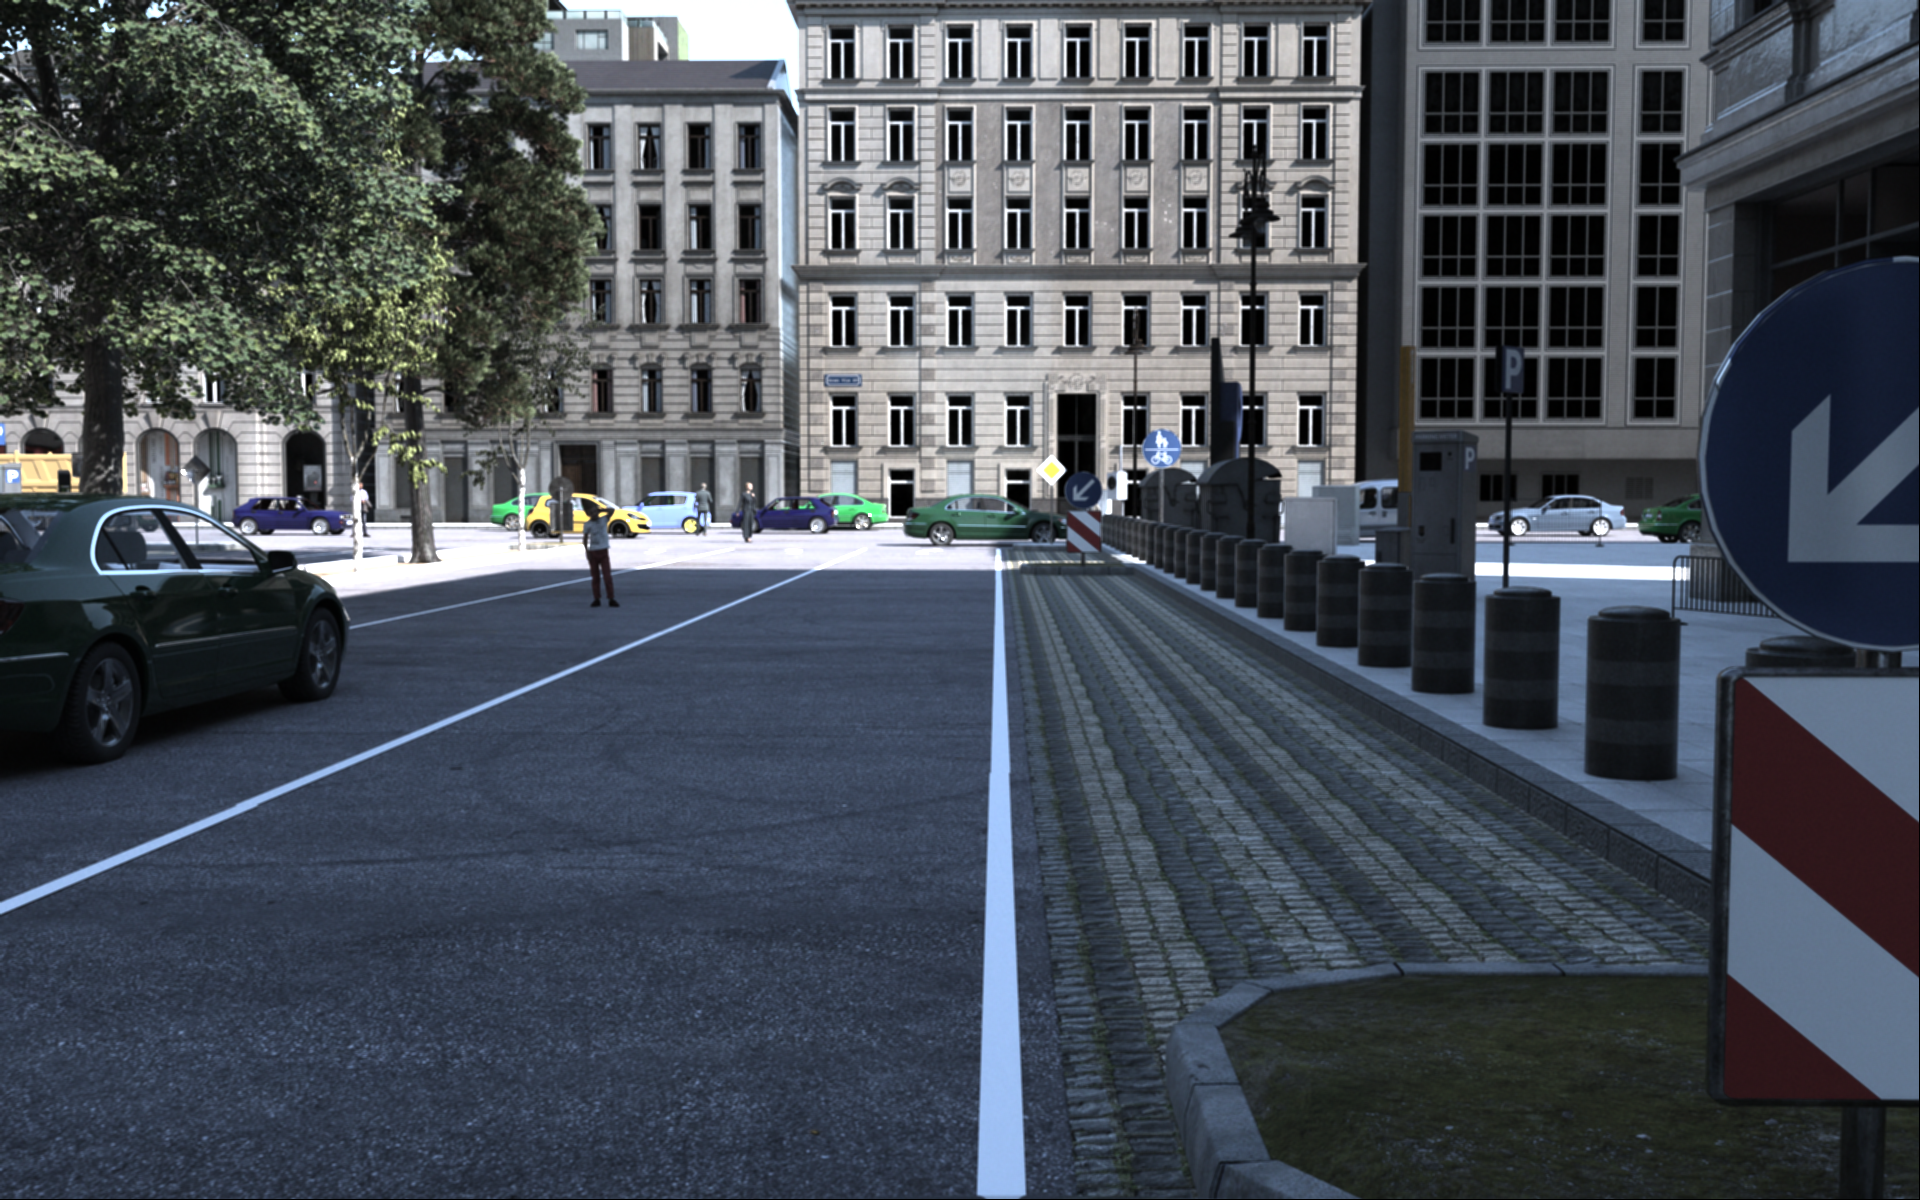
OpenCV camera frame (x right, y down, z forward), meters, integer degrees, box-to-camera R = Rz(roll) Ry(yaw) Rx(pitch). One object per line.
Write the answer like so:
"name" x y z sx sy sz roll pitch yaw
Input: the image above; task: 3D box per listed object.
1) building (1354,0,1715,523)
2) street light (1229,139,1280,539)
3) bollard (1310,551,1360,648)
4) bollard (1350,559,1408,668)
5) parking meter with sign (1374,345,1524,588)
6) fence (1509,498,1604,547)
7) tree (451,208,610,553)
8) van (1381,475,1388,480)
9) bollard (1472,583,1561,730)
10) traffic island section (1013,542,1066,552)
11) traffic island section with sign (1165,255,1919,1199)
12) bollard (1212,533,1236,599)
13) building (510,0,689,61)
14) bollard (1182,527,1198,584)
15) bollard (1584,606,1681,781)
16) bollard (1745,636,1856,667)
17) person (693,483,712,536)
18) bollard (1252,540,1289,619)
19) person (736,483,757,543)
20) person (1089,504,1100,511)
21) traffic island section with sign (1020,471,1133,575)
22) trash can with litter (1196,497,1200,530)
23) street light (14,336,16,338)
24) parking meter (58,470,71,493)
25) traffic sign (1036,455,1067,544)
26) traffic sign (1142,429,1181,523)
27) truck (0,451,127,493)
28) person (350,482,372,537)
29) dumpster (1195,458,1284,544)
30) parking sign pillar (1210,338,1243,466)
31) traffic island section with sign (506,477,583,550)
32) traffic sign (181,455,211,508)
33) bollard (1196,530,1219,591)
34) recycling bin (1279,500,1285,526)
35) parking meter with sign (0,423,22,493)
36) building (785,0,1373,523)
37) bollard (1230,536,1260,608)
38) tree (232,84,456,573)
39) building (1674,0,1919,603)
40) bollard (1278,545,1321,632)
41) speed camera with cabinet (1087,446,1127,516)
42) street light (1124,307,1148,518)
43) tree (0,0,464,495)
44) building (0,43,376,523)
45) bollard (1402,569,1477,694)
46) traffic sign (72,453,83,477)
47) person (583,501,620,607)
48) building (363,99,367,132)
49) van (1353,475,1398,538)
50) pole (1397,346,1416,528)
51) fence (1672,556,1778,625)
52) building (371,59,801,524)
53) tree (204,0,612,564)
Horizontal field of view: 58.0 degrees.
"building" 29.765 -17.541 80.310 24.014 27.812 14.314 0 4 1
"street light" 3.898 -3.077 23.090 0.468 5.910 1.993 0 4 1
"bollard" 3.220 0.004 14.646 0.404 0.777 0.398 0 3 0
"bollard" 3.187 0.107 12.966 0.404 0.777 0.398 0 3 0
"parking meter with sign" 5.905 -1.520 21.110 1.738 3.016 0.543 3 5 44
"fence" 14.733 -1.936 42.862 2.264 1.192 0.480 2 4 23
"tree" -10.587 -5.441 41.775 4.360 8.622 3.978 0 3 0
"van" 12.797 -2.773 52.353 4.112 2.044 2.013 0 4 0
"bollard" 3.110 0.313 9.594 0.404 0.777 0.398 0 3 0
"traffic island section" 2.354 -1.338 44.157 2.009 0.180 2.903 0 4 1
"traffic island section with sign" 1.481 0.302 3.687 1.989 1.847 2.006 0 4 1
"bollard" 3.370 -0.409 21.411 0.404 0.777 0.398 0 3 0
"building" -30.558 -28.160 144.016 14.154 41.232 14.086 0 4 1
"bollard" 3.441 -0.616 24.796 0.404 0.777 0.398 0 3 0
"bollard" 3.072 0.416 7.914 0.404 0.777 0.398 0 3 0
"bollard" 3.036 0.519 6.234 0.404 0.777 0.398 0 3 0
"person" -8.858 -3.114 59.585 0.661 1.801 0.590 -1 4 -11
"bollard" 3.298 -0.202 18.018 0.404 0.777 0.398 0 3 0
"person" -6.320 -2.593 51.313 0.534 1.772 0.576 2 4 33
"person" 5.053 -3.198 65.062 0.475 1.303 0.640 2 4 30
"traffic island section with sign" 2.083 -1.383 31.246 1.989 1.847 2.006 0 4 1
"trash can with litter" 6.173 -1.924 42.515 2.233 1.210 1.678 3 4 37
"street light" -21.790 -4.054 39.074 0.468 5.910 1.993 0 4 1
"parking meter" -21.775 -2.228 42.146 0.255 1.863 0.399 -2 4 -31
"traffic sign" 2.330 -2.473 44.080 0.795 2.450 0.064 0 4 1
"traffic sign" 3.947 -2.069 33.937 0.768 2.556 0.104 1 4 8
"truck" -38.357 -4.438 68.479 9.791 3.379 3.469 0 4 0
"person" -19.835 -2.996 57.346 0.709 1.838 0.599 -3 4 -37
"dumpster" 4.557 -1.376 28.257 1.264 1.857 1.865 0 4 1
"parking sign pillar" 4.681 -2.572 30.527 1.447 3.967 1.447 1 4 14
"traffic island section with sign" -10.442 -2.235 44.675 2.006 1.907 1.989 0 4 1
"traffic sign" -19.659 -2.504 44.581 0.795 2.450 0.064 0 4 1
"bollard" 3.412 -0.513 23.102 0.404 0.777 0.398 0 3 0
"recycling bin" 13.177 -3.564 70.824 0.722 1.027 0.722 1 4 21
"parking meter with sign" -23.066 -2.792 41.913 1.738 3.016 0.543 3 5 42
"building" 5.198 -17.310 80.276 25.104 27.353 12.463 0 4 1
"bollard" 3.334 -0.306 19.716 0.404 0.777 0.398 0 3 0
"tree" -10.297 -4.674 29.235 4.737 8.622 4.395 0 3 0
"building" 13.428 -10.304 19.376 10.553 20.767 40.483 0 4 1
"bollard" 3.260 -0.099 16.333 0.404 0.777 0.398 0 3 0
"speed camera with cabinet" 6.028 -4.695 71.096 0.660 3.252 2.038 -2 4 -32
"street light" 4.335 -4.286 42.857 0.468 5.910 1.993 0 4 1
"tree" -10.749 -6.867 21.382 9.857 13.997 8.962 0 3 0
"building" -38.092 -14.707 82.259 24.055 21.916 13.314 0 4 1
"bollard" 3.149 0.211 11.274 0.404 0.777 0.398 0 3 0
"traffic sign" -21.608 -2.482 42.707 0.606 2.300 0.079 1 4 8
"person" -4.575 -0.590 22.063 0.435 1.345 0.340 -1 4 -16
"building" -69.460 -42.970 244.566 28.212 58.520 21.231 0 4 1
"van" 10.987 -2.453 47.112 4.112 2.044 2.013 0 4 0
"pole" 6.172 -1.842 23.962 0.158 3.312 0.155 0 3 0
"fence" 7.288 -0.040 16.027 0.278 0.683 2.069 -1 4 -18
"building" -16.516 -14.083 79.401 18.267 20.994 9.793 0 4 1
"tree" -11.230 -7.680 35.456 7.806 13.903 7.818 0 3 0
